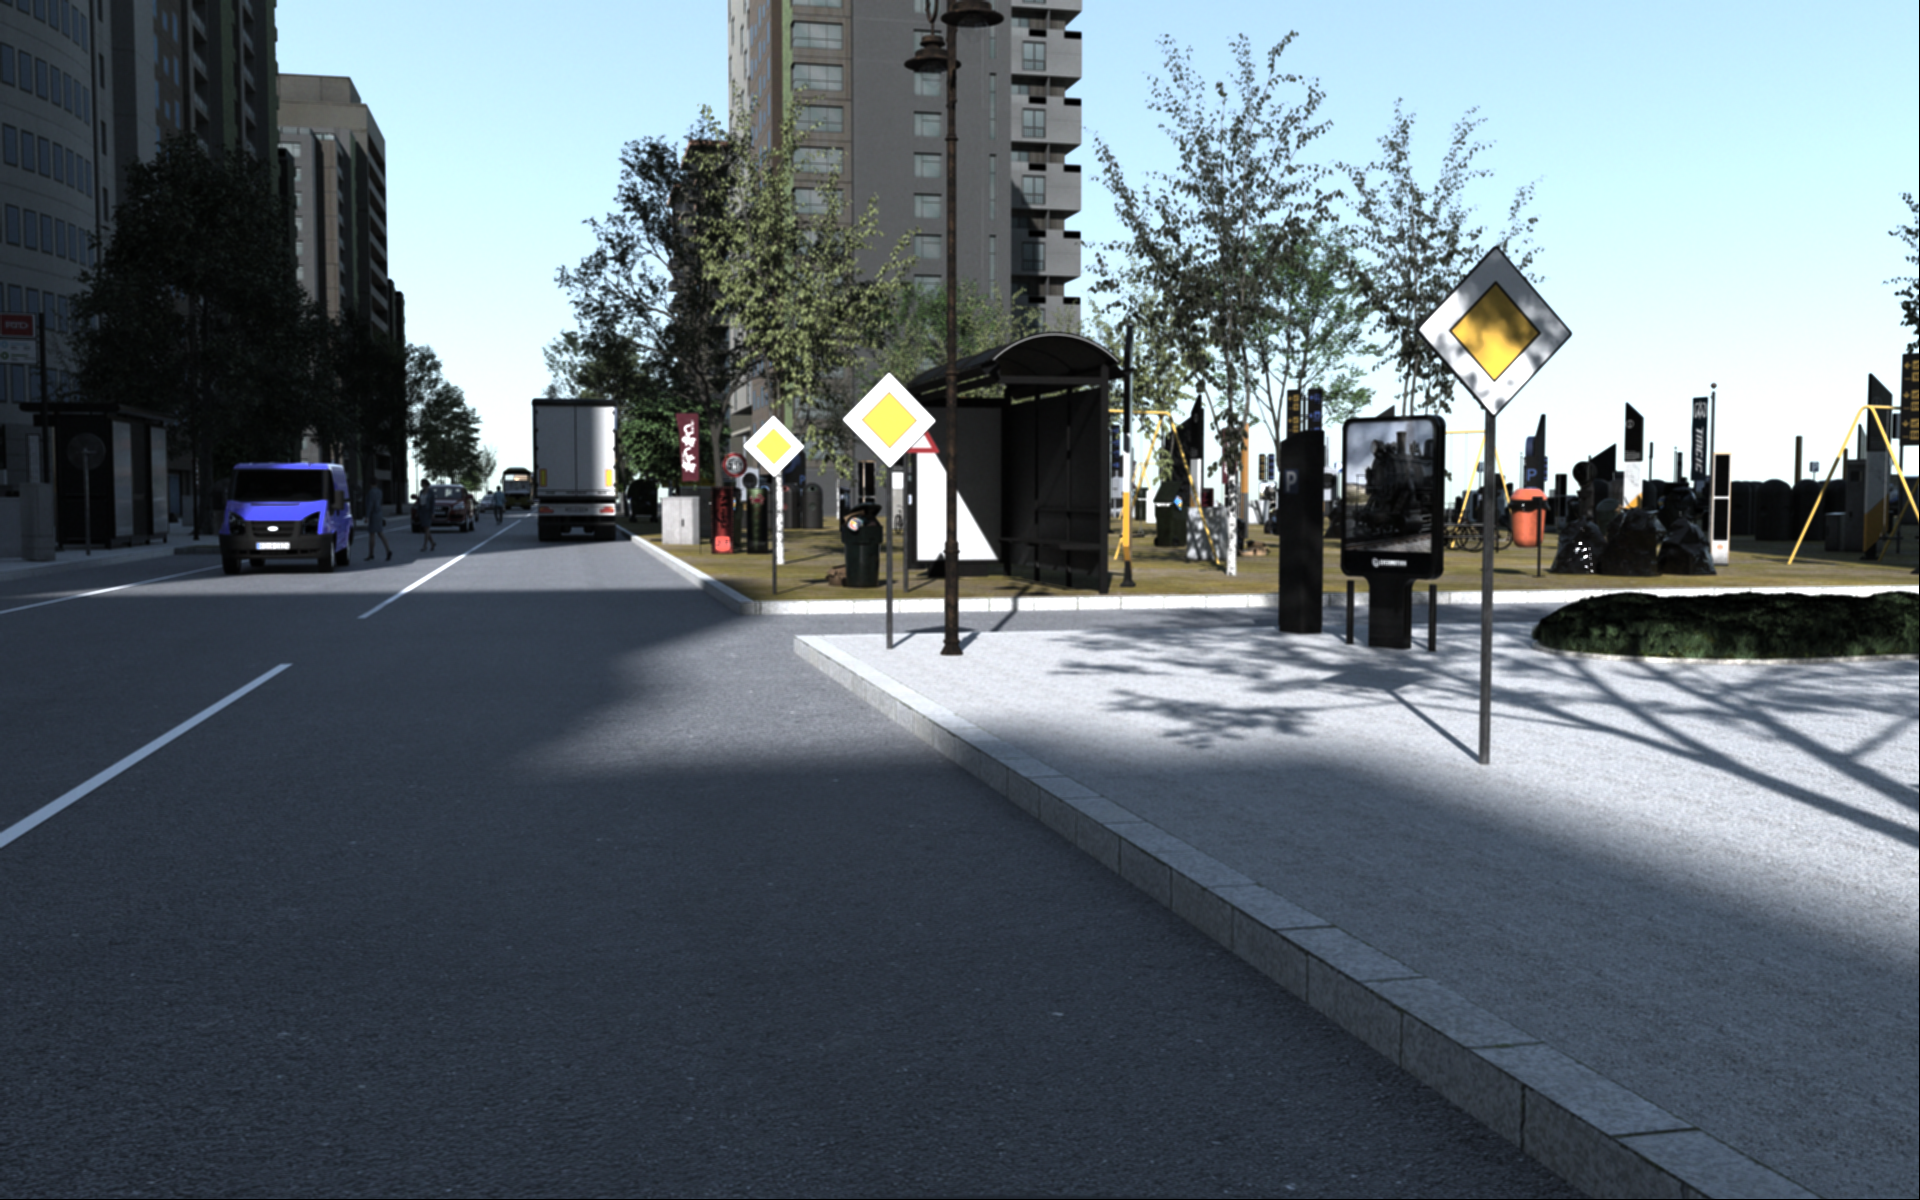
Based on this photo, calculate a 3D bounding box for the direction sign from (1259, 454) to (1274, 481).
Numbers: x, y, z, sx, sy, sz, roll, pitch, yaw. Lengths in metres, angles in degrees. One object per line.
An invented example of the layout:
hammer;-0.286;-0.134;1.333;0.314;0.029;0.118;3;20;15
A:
direction sign;17.304;-6.472;97.815;0.876;3.537;0.379;2;4;26

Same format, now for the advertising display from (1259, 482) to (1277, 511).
advertising display;16.203;-5.254;91.117;0.974;1.923;0.123;3;4;38

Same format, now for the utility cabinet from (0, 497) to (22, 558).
utility cabinet;-19.305;-1.435;34.624;0.306;1.237;1.020;2;4;34

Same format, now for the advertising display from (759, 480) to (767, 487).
advertising display;-9.322;-4.653;81.293;0.974;1.923;0.123;3;5;40

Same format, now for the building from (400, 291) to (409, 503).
building;-83.269;-28.382;235.744;14.160;30.474;14.107;-1;4;-13

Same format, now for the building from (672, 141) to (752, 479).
building;-22.761;-34.163;213.183;22.147;44.769;28.867;-1;4;-13

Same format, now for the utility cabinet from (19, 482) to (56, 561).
utility cabinet;-17.724;-1.505;33.285;0.318;1.500;1.173;-3;5;-42

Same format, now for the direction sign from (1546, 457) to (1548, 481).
direction sign;34.949;-6.871;104.344;0.876;3.537;0.379;0;4;-6

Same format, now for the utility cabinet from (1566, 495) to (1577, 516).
utility cabinet;33.978;-5.249;96.988;1.020;1.237;0.306;0;4;5

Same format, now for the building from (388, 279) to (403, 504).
building;-80.106;-27.543;222.021;14.160;30.474;14.107;-1;4;-13

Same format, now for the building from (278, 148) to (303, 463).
building;-60.724;-22.349;137.100;14.160;30.474;14.107;-1;4;-13

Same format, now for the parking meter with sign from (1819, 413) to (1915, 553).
parking meter with sign;19.986;-2.566;38.223;0.543;3.016;1.738;-2;4;-26

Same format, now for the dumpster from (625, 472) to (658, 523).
dumpster;-14.337;-4.640;78.356;1.502;2.255;1.985;-1;4;-13

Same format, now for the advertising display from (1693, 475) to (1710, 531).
advertising display;25.881;-3.344;59.884;0.974;1.923;0.123;1;4;9

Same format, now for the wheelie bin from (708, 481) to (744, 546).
wheelie bin;-5.782;-2.137;42.852;0.980;1.594;0.693;3;5;39

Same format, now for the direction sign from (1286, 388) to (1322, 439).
direction sign;7.413;-2.775;37.364;0.876;3.537;0.379;3;5;44

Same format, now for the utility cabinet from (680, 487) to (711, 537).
utility cabinet;-7.588;-2.575;50.773;1.173;1.500;0.318;-1;4;-13

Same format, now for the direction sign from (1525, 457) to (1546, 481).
direction sign;30.070;-6.038;90.724;0.876;3.537;0.379;1;4;16

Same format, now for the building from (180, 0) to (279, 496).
building;-56.673;-26.877;123.026;14.154;41.232;14.086;-1;4;-13

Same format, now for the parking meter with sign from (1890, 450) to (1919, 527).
parking meter with sign;39.675;-4.647;72.239;1.738;3.016;0.543;3;5;44

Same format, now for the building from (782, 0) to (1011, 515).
building;-4.932;-26.374;114.811;14.154;41.232;14.086;-1;4;-13

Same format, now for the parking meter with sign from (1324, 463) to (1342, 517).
parking meter with sign;20.710;-6.143;96.694;0.543;3.016;1.738;-1;4;-19

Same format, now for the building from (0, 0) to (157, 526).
building;-46.550;-32.197;68.427;21.231;58.520;28.212;-1;4;-13

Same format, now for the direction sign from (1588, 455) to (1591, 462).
direction sign;36.719;-6.672;101.081;0.379;3.537;0.876;2;4;27

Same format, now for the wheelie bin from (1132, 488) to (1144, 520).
wheelie bin;8.811;-4.674;84.332;0.980;1.594;0.693;0;4;-6

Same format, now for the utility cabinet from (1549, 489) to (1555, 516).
utility cabinet;27.878;-4.432;81.150;0.318;1.500;1.173;0;4;7

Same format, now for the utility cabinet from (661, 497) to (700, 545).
utility cabinet;-7.132;-2.019;44.165;1.020;1.237;0.306;2;4;30

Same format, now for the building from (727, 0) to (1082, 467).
building;-5.394;-34.325;150.456;28.713;52.752;27.495;-1;4;-13

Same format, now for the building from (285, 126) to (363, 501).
building;-72.938;-30.776;186.779;14.154;41.232;14.086;-1;4;-13

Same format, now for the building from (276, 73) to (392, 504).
building;-79.294;-35.454;203.373;21.300;48.544;21.600;-1;4;-13

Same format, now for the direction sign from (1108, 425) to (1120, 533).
direction sign;4.867;-3.943;56.468;0.876;3.537;0.379;-3;4;-36

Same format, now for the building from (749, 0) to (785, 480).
building;-7.870;-29.259;128.496;14.600;45.320;14.200;-1;4;-13

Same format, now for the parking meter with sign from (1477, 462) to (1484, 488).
parking meter with sign;28.766;-5.938;93.355;0.543;3.016;1.738;-3;5;-43

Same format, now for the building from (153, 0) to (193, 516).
building;-51.393;-27.198;94.794;14.600;45.320;14.200;-1;4;-13

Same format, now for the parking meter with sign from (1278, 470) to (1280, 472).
parking meter with sign;17.785;-5.921;93.075;0.543;3.016;1.738;3;5;44

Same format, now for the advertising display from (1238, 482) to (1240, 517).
advertising display;15.155;-5.523;95.521;0.123;1.923;0.974;3;4;37

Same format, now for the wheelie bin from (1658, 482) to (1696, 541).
wheelie bin;19.296;-2.363;46.543;0.980;1.594;0.693;0;4;-4

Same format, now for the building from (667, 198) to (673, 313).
building;-29.197;-35.881;241.272;22.147;44.769;28.867;-1;4;-13

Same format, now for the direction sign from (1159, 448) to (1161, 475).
direction sign;10.064;-5.647;84.319;0.876;3.537;0.379;3;4;37

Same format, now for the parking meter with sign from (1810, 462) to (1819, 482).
parking meter with sign;46.310;-5.893;92.615;0.543;3.016;1.738;-1;4;-19

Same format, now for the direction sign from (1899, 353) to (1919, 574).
direction sign;15.477;-2.183;27.696;0.379;3.537;0.876;-3;4;-39

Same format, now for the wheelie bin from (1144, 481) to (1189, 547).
wheelie bin;5.152;-2.103;42.298;0.693;1.594;0.980;-3;5;-41

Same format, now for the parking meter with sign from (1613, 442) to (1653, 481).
parking meter with sign;22.327;-3.792;58.266;1.738;3.016;0.543;1;4;18

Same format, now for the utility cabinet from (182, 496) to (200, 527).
utility cabinet;-30.290;-3.518;68.678;1.020;1.237;0.306;-2;4;-23

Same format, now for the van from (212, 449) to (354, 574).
van;-12.762;-1.748;32.962;2.240;2.365;5.245;-1;4;-15

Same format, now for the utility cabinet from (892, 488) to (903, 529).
utility cabinet;-2.095;-3.302;62.667;1.173;1.500;0.318;-3;5;-42

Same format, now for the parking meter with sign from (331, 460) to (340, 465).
parking meter with sign;-32.392;-5.643;88.523;1.738;3.016;0.543;3;5;40

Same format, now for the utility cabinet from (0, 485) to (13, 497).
utility cabinet;-22.668;-1.950;40.564;0.318;1.500;1.173;0;4;3
